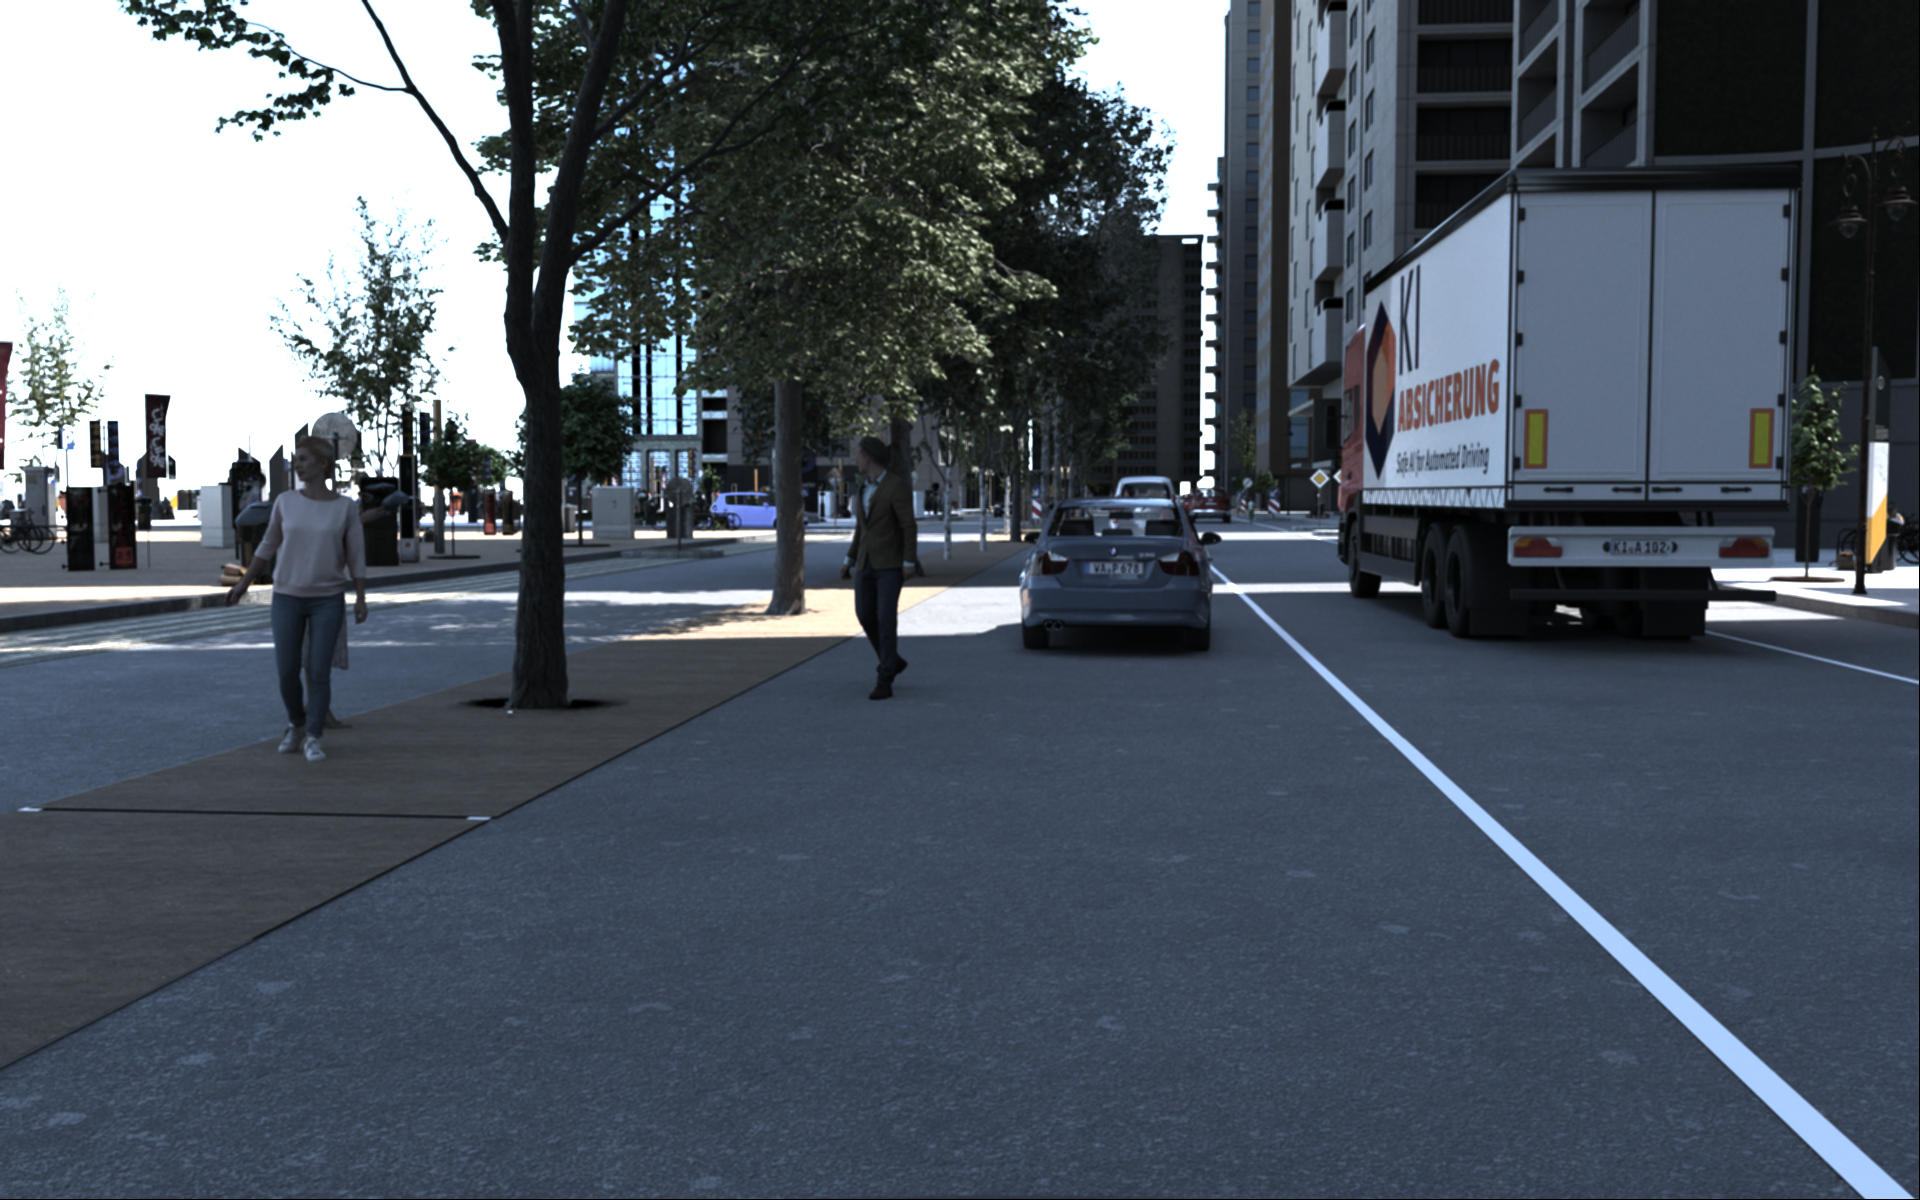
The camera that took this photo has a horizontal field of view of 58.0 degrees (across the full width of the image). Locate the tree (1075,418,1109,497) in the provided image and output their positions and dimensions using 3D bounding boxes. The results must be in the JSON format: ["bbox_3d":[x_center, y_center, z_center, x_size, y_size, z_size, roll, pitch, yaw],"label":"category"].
[{"bbox_3d":[9.229,-10.655,127.023,4.360,8.622,3.978,0,3,0],"label":"tree"}]

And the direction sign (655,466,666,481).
[{"bbox_3d":[-23.841,-8.935,138.077,0.876,3.537,0.379,-1,4,-12],"label":"direction sign"}]

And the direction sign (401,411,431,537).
[{"bbox_3d":[-14.873,-3.392,47.457,0.379,3.537,0.876,3,5,41],"label":"direction sign"}]

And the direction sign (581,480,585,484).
[{"bbox_3d":[-29.154,-8.615,132.849,0.876,3.537,0.379,-3,5,-40],"label":"direction sign"}]

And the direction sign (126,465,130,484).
[{"bbox_3d":[-65.800,-8.845,136.618,0.379,3.537,0.876,1,4,18],"label":"direction sign"}]

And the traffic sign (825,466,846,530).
[{"bbox_3d":[-4.446,-3.558,61.819,0.795,2.450,0.064,0,4,6],"label":"traffic sign"}]

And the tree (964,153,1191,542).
[{"bbox_3d":[1.682,-8.455,51.070,12.009,13.543,11.850,0,3,0],"label":"tree"}]

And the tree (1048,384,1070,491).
[{"bbox_3d":[1.618,-6.527,59.536,4.360,8.622,3.978,0,3,0],"label":"tree"}]

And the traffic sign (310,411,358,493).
[{"bbox_3d":[-9.661,-1.628,26.723,0.768,2.556,0.104,0,4,8],"label":"traffic sign"}]

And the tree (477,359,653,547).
[{"bbox_3d":[-9.228,-3.589,42.398,4.285,4.588,4.351,0,3,0],"label":"tree"}]

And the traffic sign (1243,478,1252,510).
[{"bbox_3d":[22.710,-8.364,136.858,0.768,2.556,0.104,1,4,10],"label":"traffic sign"}]

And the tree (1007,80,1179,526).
[{"bbox_3d":[2.539,-13.242,74.852,12.611,20.169,13.585,0,3,0],"label":"tree"}]

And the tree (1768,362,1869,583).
[{"bbox_3d":[12.606,-1.888,25.469,1.663,3.219,1.824,0,3,0],"label":"tree"}]

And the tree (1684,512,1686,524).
[{"bbox_3d":[13.198,-2.260,31.560,1.663,3.219,1.824,0,3,0],"label":"tree"}]

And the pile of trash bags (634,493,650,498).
[{"bbox_3d":[-24.464,-7.618,134.307,1.912,1.369,3.447,-1,4,-22],"label":"pile of trash bags"}]

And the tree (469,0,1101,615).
[{"bbox_3d":[-2.096,-6.117,20.591,7.486,12.596,7.792,0,3,0],"label":"tree"}]

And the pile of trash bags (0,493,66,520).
[{"bbox_3d":[-46.426,-4.713,86.804,3.447,1.369,1.912,-1,4,-20],"label":"pile of trash bags"}]

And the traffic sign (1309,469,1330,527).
[{"bbox_3d":[14.103,-3.935,67.972,0.795,2.450,0.064,0,4,6],"label":"traffic sign"}]

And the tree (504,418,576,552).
[{"bbox_3d":[-9.223,-2.671,38.267,1.663,3.219,1.824,0,3,0],"label":"tree"}]

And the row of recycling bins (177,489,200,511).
[{"bbox_3d":[-59.588,-7.810,134.812,1.069,1.692,3.534,1,4,17],"label":"row of recycling bins"}]

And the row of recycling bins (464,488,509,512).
[{"bbox_3d":[-33.487,-7.069,122.698,3.534,1.692,1.069,1,4,10],"label":"row of recycling bins"}]

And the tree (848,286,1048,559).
[{"bbox_3d":[-0.256,-5.194,37.737,4.360,8.622,3.978,0,3,0],"label":"tree"}]

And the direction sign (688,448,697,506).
[{"bbox_3d":[-13.140,-5.696,85.121,0.379,3.537,0.876,1,4,16],"label":"direction sign"}]

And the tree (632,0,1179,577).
[{"bbox_3d":[-1.024,-6.749,29.810,9.611,12.733,9.660,0,3,0],"label":"tree"}]

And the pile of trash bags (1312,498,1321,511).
[{"bbox_3d":[27.000,-7.076,125.447,1.912,1.369,3.447,-1,4,-21],"label":"pile of trash bags"}]

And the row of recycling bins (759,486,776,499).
[{"bbox_3d":[-8.729,-4.876,86.829,3.534,1.692,1.069,3,5,39],"label":"row of recycling bins"}]

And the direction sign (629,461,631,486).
[{"bbox_3d":[-22.333,-7.672,117.438,0.379,3.537,0.876,0,4,-5],"label":"direction sign"}]

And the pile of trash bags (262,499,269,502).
[{"bbox_3d":[-55.395,-7.709,135.799,1.912,1.369,3.447,0,4,-1],"label":"pile of trash bags"}]

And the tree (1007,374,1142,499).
[{"bbox_3d":[6.126,-9.863,98.137,8.767,10.594,7.601,0,4,6],"label":"tree"}]

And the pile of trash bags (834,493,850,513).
[{"bbox_3d":[-8.371,-6.274,112.327,1.912,1.369,3.447,3,5,39],"label":"pile of trash bags"}]

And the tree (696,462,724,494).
[{"bbox_3d":[-15.069,-6.639,103.145,1.663,3.219,1.824,0,3,0],"label":"tree"}]

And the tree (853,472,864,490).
[{"bbox_3d":[-4.517,-5.636,86.748,1.663,3.219,1.824,0,3,0],"label":"tree"}]

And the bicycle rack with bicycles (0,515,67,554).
[{"bbox_3d":[-20.595,-1.443,36.974,2.852,0.926,2.925,3,4,39],"label":"bicycle rack with bicycles"}]

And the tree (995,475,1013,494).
[{"bbox_3d":[4.203,-10.800,171.174,1.663,3.219,1.824,0,3,0],"label":"tree"}]

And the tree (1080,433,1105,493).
[{"bbox_3d":[9.360,-10.958,131.986,4.737,8.622,4.395,0,3,0],"label":"tree"}]

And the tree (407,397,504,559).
[{"bbox_3d":[-10.180,-2.450,34.654,1.663,3.219,1.824,0,3,0],"label":"tree"}]

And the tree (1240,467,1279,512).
[{"bbox_3d":[22.087,-8.136,127.625,1.663,3.219,1.824,0,3,0],"label":"tree"}]

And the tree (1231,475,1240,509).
[{"bbox_3d":[24.505,-9.558,150.875,1.663,3.219,1.824,0,3,0],"label":"tree"}]

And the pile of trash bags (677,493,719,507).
[{"bbox_3d":[-20.210,-7.553,133.246,3.447,1.369,1.912,0,4,2],"label":"pile of trash bags"}]

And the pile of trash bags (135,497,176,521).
[{"bbox_3d":[-40.213,-4.593,84.848,3.447,1.369,1.912,1,4,12],"label":"pile of trash bags"}]

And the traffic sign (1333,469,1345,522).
[{"bbox_3d":[13.308,-3.449,60.027,0.795,2.450,0.064,0,4,6],"label":"traffic sign"}]

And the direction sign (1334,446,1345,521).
[{"bbox_3d":[18.129,-5.501,81.943,0.876,3.537,0.379,-1,4,-10],"label":"direction sign"}]

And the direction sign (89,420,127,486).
[{"bbox_3d":[-26.171,-3.734,53.041,0.876,3.537,0.379,0,4,-5],"label":"direction sign"}]

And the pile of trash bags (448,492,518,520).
[{"bbox_3d":[-23.726,-4.682,86.300,3.447,1.369,1.912,-2,4,-32],"label":"pile of trash bags"}]

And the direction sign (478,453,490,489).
[{"bbox_3d":[-26.064,-6.282,94.706,0.876,3.537,0.379,1,4,19],"label":"direction sign"}]

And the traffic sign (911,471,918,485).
[{"bbox_3d":[-2.697,-5.885,96.329,0.768,2.556,0.104,1,4,12],"label":"traffic sign"}]

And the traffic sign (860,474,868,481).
[{"bbox_3d":[-3.650,-4.044,69.764,0.795,2.450,0.064,0,4,6],"label":"traffic sign"}]

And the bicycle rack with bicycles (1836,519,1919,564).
[{"bbox_3d":[17.884,-1.170,32.514,2.925,0.926,2.852,1,4,15],"label":"bicycle rack with bicycles"}]

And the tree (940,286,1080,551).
[{"bbox_3d":[0.599,-5.505,42.828,4.737,8.622,4.395,0,3,0],"label":"tree"}]

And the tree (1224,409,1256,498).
[{"bbox_3d":[24.469,-12.038,147.186,4.737,8.622,4.395,0,3,0],"label":"tree"}]

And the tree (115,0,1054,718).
[{"bbox_3d":[-2.727,-5.072,11.139,9.928,11.665,9.643,0,3,0],"label":"tree"}]
